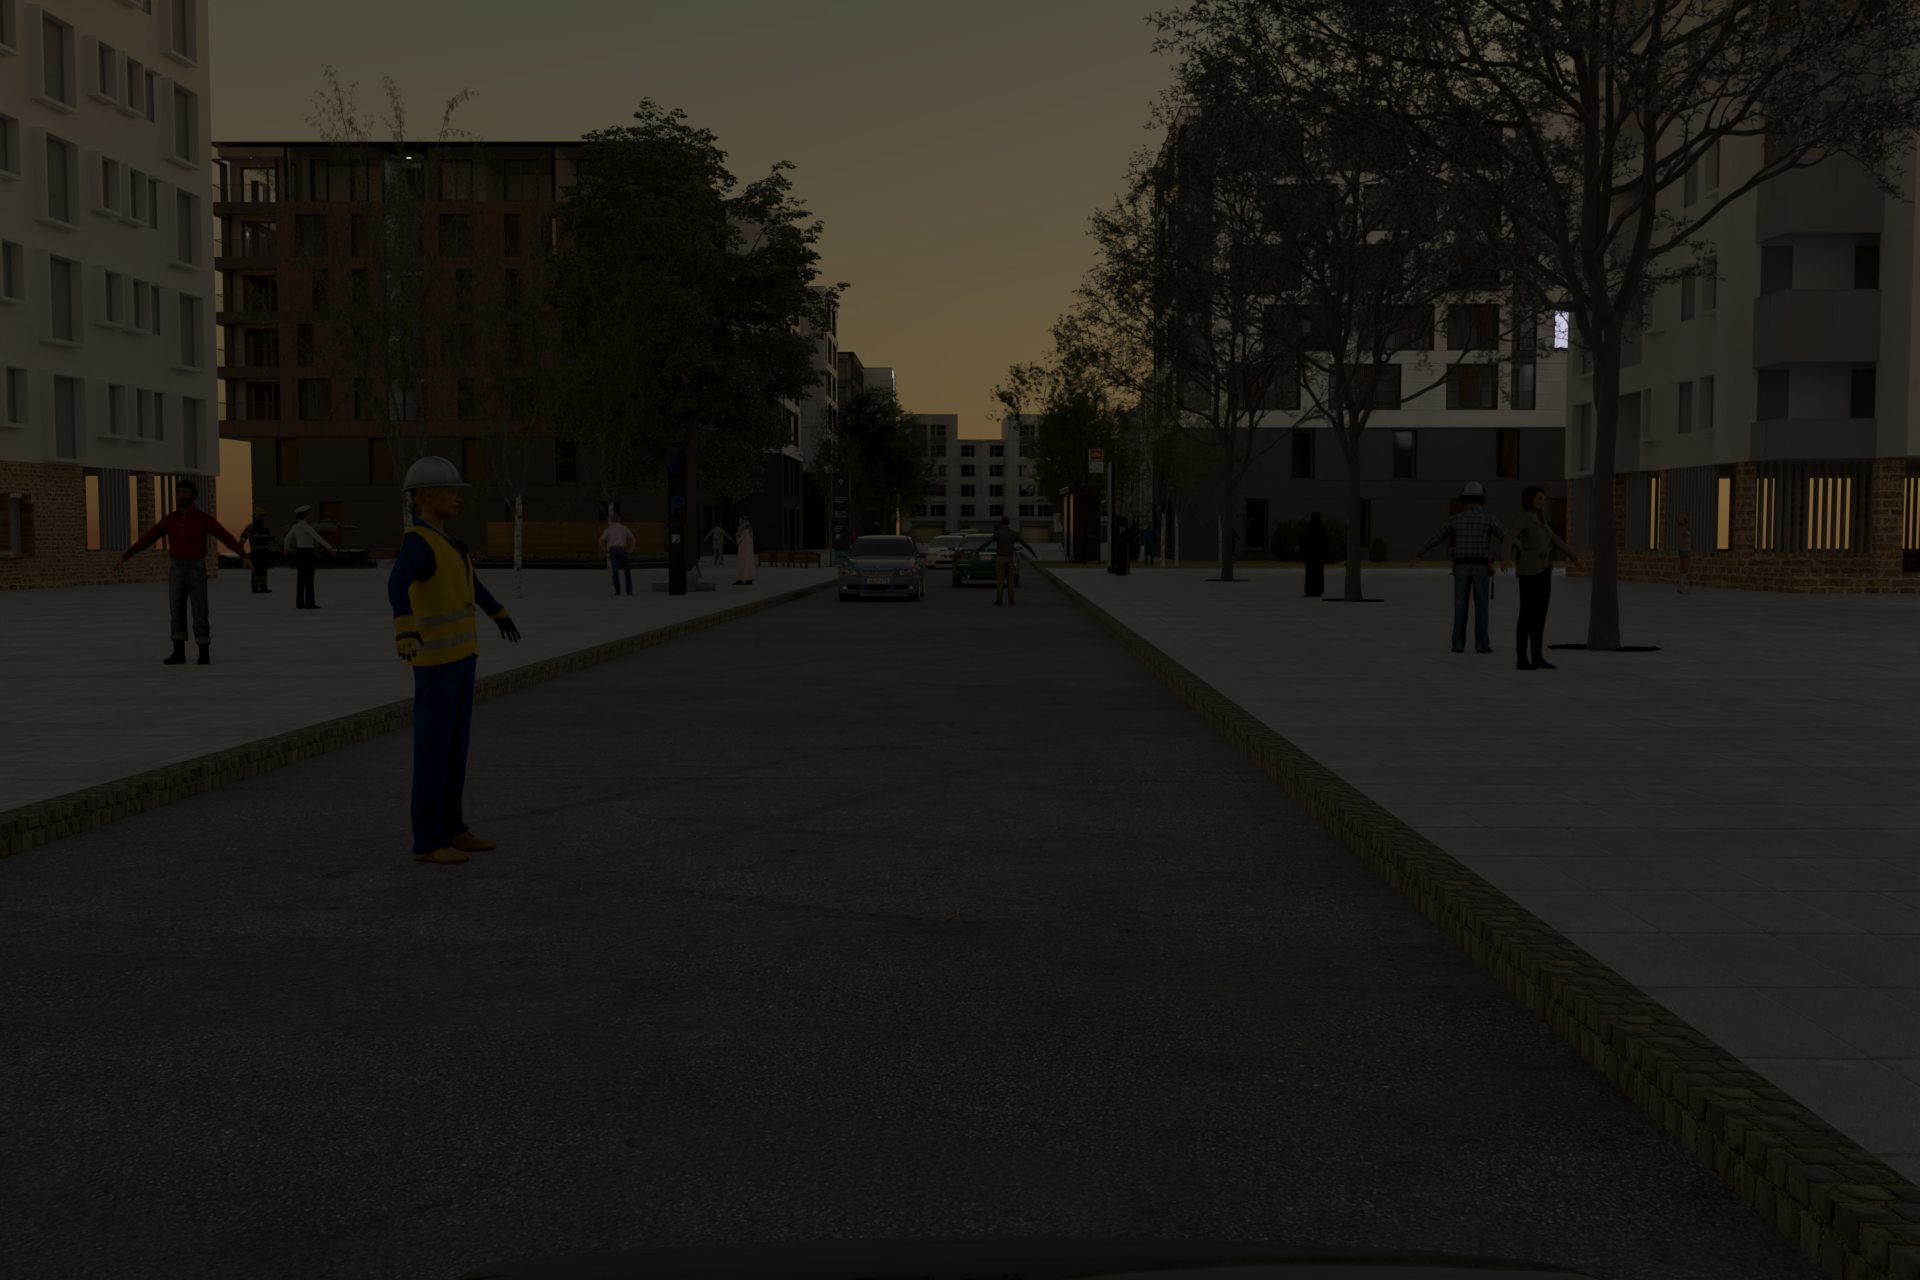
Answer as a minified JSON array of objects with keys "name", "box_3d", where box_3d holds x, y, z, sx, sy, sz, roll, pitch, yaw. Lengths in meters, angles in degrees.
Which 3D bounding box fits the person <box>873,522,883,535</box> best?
[{"name":"person","box_3d":[-3.969,-4.672,82.168,0.705,1.856,1.354,-2,4,-23]}]

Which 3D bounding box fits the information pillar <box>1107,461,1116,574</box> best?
[{"name":"information pillar","box_3d":[4.982,-4.008,56.846,0.184,3.620,1.656,0,4,1]}]

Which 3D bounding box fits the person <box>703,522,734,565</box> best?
[{"name":"person","box_3d":[-10.159,-4.073,72.778,1.347,1.806,0.705,1,4,10]}]

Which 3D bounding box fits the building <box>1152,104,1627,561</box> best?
[{"name":"building","box_3d":[24.779,-15.600,99.030,27.936,21.610,32.646,0,4,1]}]

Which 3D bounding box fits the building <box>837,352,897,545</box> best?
[{"name":"building","box_3d":[-22.308,-22.412,210.411,27.936,21.610,32.646,0,4,0]}]

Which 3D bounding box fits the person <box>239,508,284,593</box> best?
[{"name":"person","box_3d":[-15.234,-1.953,37.695,0.704,1.858,1.351,1,4,22]}]

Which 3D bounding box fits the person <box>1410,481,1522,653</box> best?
[{"name":"person","box_3d":[5.549,-0.790,18.752,1.345,1.849,0.704,1,4,23]}]

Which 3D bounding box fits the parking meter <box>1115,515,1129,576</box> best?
[{"name":"parking meter","box_3d":[5.001,-2.920,53.448,0.399,1.863,0.255,0,4,1]}]

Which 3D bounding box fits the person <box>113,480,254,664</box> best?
[{"name":"person","box_3d":[-7.624,-0.671,17.081,1.345,1.816,0.704,0,4,-3]}]

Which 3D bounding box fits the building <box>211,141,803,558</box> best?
[{"name":"building","box_3d":[-25.147,-16.072,106.753,27.936,21.610,32.646,0,4,0]}]

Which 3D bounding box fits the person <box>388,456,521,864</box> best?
[{"name":"person","box_3d":[-2.219,0.077,7.661,0.721,1.772,1.216,0,4,6]}]

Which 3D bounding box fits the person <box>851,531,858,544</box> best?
[{"name":"person","box_3d":[-5.270,-4.698,86.081,0.991,1.433,0.599,1,4,15]}]

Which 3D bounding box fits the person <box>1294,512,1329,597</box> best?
[{"name":"person","box_3d":[7.205,-1.754,35.471,0.721,1.737,1.214,3,5,41]}]

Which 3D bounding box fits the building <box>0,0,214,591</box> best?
[{"name":"building","box_3d":[-26.532,-11.014,36.497,16.016,20.090,11.380,0,4,1]}]

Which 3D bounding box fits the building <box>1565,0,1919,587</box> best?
[{"name":"building","box_3d":[23.100,-11.807,49.457,16.016,20.090,11.380,0,4,1]}]

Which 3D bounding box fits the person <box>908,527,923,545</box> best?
[{"name":"person","box_3d":[-2.090,-4.244,78.646,0.721,1.733,1.217,3,5,39]}]

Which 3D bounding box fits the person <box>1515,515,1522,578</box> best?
[{"name":"person","box_3d":[16.545,-2.756,50.922,0.704,1.845,1.351,-1,4,-12]}]

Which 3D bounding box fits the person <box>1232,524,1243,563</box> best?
[{"name":"person","box_3d":[11.906,-4.266,75.891,1.346,1.812,0.704,-3,5,-45]}]

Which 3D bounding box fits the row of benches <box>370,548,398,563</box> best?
[{"name":"row of benches","box_3d":[-24.449,-3.801,77.611,4.104,0.672,1.422,0,4,0]}]

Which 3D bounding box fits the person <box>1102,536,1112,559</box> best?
[{"name":"person","box_3d":[7.915,-5.083,89.232,1.348,1.813,0.705,-2,4,-35]}]

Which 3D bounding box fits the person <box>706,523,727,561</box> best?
[{"name":"person","box_3d":[-11.558,-4.723,83.195,1.349,1.833,0.705,-1,4,-18]}]

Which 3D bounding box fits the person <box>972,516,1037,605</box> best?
[{"name":"person","box_3d":[0.912,-1.608,35.012,1.348,1.796,0.705,0,4,-7]}]

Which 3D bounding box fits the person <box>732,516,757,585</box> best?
[{"name":"person","box_3d":[-5.446,-2.260,43.659,0.621,1.740,0.551,0,4,-7]}]

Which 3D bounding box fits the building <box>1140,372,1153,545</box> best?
[{"name":"building","box_3d":[29.028,-19.598,186.892,16.747,18.905,31.486,0,4,2]}]

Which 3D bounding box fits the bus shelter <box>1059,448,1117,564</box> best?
[{"name":"bus shelter","box_3d":[5.706,-6.197,78.957,2.179,5.291,8.768,0,4,-1]}]

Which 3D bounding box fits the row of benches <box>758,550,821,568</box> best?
[{"name":"row of benches","box_3d":[-6.618,-3.169,67.276,1.422,0.672,4.104,-2,4,-34]}]

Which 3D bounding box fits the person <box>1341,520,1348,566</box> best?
[{"name":"person","box_3d":[15.583,-3.905,69.621,0.705,1.858,1.354,0,4,-1]}]

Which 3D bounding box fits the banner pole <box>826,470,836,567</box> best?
[{"name":"banner pole","box_3d":[-5.035,-4.752,67.718,0.401,3.779,0.863,0,4,1]}]

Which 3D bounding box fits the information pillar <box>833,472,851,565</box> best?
[{"name":"information pillar","box_3d":[-4.946,-5.102,72.796,0.750,3.857,0.750,0,4,3]}]

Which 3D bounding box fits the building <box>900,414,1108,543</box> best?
[{"name":"building","box_3d":[6.693,-24.003,261.360,31.486,18.905,16.747,0,4,-2]}]

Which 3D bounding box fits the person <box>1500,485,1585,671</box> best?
[{"name":"person","box_3d":[5.489,-0.588,16.370,1.215,1.744,0.721,-3,4,-36]}]

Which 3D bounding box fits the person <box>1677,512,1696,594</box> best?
[{"name":"person","box_3d":[15.525,-1.855,36.933,0.721,1.753,1.214,2,4,32]}]

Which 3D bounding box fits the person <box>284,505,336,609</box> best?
[{"name":"person","box_3d":[-11.204,-1.427,29.790,1.216,1.778,0.721,2,4,28]}]

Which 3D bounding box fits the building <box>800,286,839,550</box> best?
[{"name":"building","box_3d":[-25.086,-18.162,140.924,27.936,21.610,32.646,0,4,1]}]

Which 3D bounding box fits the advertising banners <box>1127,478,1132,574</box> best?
[{"name":"advertising banners","box_3d":[5.392,-3.619,55.363,0.090,3.025,2.074,0,4,1]}]

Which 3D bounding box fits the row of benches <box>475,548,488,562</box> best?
[{"name":"row of benches","box_3d":[-20.349,-3.958,80.180,4.104,0.672,1.422,-2,4,-35]}]

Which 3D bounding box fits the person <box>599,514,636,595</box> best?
[{"name":"person","box_3d":[-7.170,-1.794,36.310,0.756,1.711,0.436,0,4,-4]}]

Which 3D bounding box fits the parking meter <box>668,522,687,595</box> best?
[{"name":"parking meter","box_3d":[-5.950,-1.716,36.469,0.372,1.533,0.369,0,3,0]}]

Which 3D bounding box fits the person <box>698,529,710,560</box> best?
[{"name":"person","box_3d":[-13.023,-4.854,85.556,1.347,1.806,0.705,-1,4,-8]}]

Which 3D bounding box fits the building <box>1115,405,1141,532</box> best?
[{"name":"building","box_3d":[30.574,-24.413,230.088,19.493,23.208,18.063,0,4,1]}]
